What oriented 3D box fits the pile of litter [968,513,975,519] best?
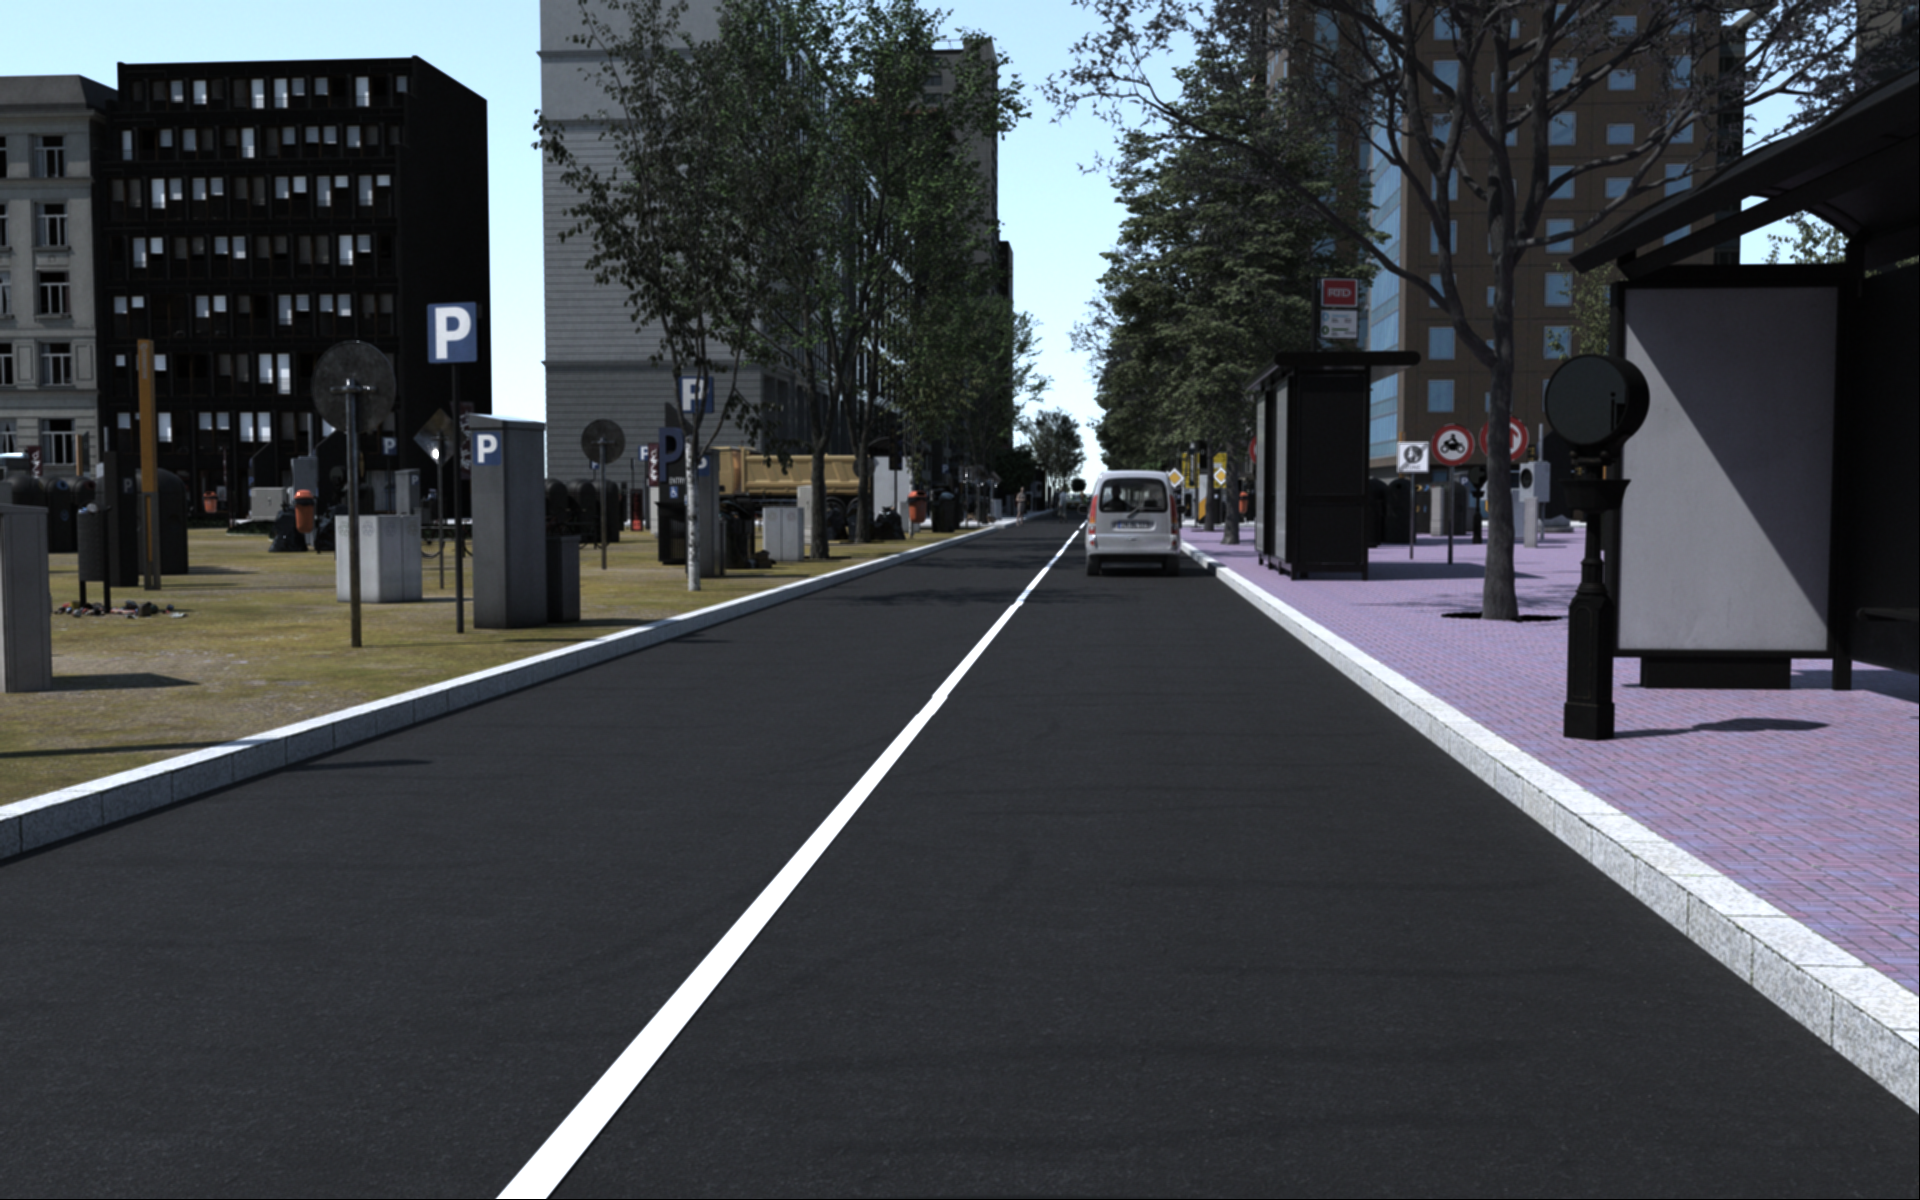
[{"bbox_3d":[0.825,-4.616,89.439,1.719,0.858,1.176,-2,4,-27],"label":"pile of litter"}]

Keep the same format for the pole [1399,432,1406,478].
[{"bbox_3d":[14.548,-3.864,57.025,0.158,3.312,0.155,0,3,0],"label":"pole"}]

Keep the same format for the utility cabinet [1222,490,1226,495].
[{"bbox_3d":[12.872,-4.664,84.929,0.318,1.500,1.173,3,5,39],"label":"utility cabinet"}]

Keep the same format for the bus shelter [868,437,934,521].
[{"bbox_3d":[-2.242,-4.282,63.933,2.014,3.302,5.546,0,4,5],"label":"bus shelter"}]

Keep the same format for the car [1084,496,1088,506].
[{"bbox_3d":[12.333,-10.429,179.313,1.959,1.807,4.718,0,4,7],"label":"car"}]

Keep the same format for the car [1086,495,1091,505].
[{"bbox_3d":[14.250,-11.305,197.423,1.945,1.354,3.894,0,4,3],"label":"car"}]

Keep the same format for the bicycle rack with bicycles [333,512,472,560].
[{"bbox_3d":[-11.172,-1.284,34.377,2.925,0.926,2.852,1,4,14],"label":"bicycle rack with bicycles"}]

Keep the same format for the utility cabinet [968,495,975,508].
[{"bbox_3d":[1.034,-7.631,135.931,1.020,1.237,0.306,-3,5,-42],"label":"utility cabinet"}]

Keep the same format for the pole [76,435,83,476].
[{"bbox_3d":[-30.255,-4.019,59.560,0.158,3.312,0.155,0,3,0],"label":"pole"}]

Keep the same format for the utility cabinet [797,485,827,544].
[{"bbox_3d":[-3.759,-2.146,43.763,0.318,1.500,1.173,-2,4,-29],"label":"utility cabinet"}]

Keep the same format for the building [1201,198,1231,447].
[{"bbox_3d":[48.141,-39.269,265.746,21.300,48.544,21.600,0,4,5],"label":"building"}]

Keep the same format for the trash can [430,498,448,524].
[{"bbox_3d":[-20.025,-3.357,66.544,0.748,1.137,0.748,0,3,0],"label":"trash can"}]

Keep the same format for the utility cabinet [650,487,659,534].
[{"bbox_3d":[-9.207,-2.783,54.174,1.173,1.500,0.318,3,5,43],"label":"utility cabinet"}]

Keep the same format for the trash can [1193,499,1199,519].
[{"bbox_3d":[14.017,-5.459,100.908,0.748,1.137,0.748,0,3,0],"label":"trash can"}]

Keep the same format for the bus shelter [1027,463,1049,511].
[{"bbox_3d":[5.828,-8.619,132.198,1.731,3.624,6.357,0,4,5],"label":"bus shelter"}]

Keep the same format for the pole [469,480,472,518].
[{"bbox_3d":[-26.689,-6.158,94.527,0.158,3.312,0.155,0,3,0],"label":"pole"}]

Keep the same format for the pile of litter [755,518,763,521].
[{"bbox_3d":[-9.290,-4.323,84.650,1.719,0.858,1.176,-1,4,-18],"label":"pile of litter"}]

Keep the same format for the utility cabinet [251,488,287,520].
[{"bbox_3d":[-23.924,-3.137,59.970,1.173,1.500,0.318,1,4,9],"label":"utility cabinet"}]

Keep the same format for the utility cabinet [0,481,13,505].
[{"bbox_3d":[-15.974,-1.191,28.158,1.173,1.500,0.318,1,4,15],"label":"utility cabinet"}]

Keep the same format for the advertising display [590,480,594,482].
[{"bbox_3d":[-15.986,-4.392,77.017,0.974,1.923,0.123,-3,5,-39],"label":"advertising display"}]

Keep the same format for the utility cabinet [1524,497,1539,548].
[{"bbox_3d":[13.759,-1.869,41.727,0.306,1.237,1.020,1,4,20],"label":"utility cabinet"}]

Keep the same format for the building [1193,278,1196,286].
[{"bbox_3d":[46.939,-37.594,298.262,14.154,41.232,14.086,0,4,5],"label":"building"}]

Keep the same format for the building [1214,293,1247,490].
[{"bbox_3d":[43.365,-29.137,248.093,14.160,30.474,14.107,0,4,5],"label":"building"}]

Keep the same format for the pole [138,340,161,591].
[{"bbox_3d":[-10.773,-1.784,23.011,0.158,3.312,0.155,0,3,0],"label":"pole"}]

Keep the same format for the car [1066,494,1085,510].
[{"bbox_3d":[9.121,-7.931,139.891,2.015,1.641,3.980,0,4,3],"label":"car"}]

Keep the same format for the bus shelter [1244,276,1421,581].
[{"bbox_3d":[6.077,-3.185,29.706,2.179,5.291,8.768,0,4,5],"label":"bus shelter"}]

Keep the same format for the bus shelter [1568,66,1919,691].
[{"bbox_3d":[4.849,-0.913,8.850,2.014,3.302,5.546,0,4,5],"label":"bus shelter"}]

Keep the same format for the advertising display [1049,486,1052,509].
[{"bbox_3d":[7.555,-8.542,144.879,0.123,1.923,0.974,1,4,11],"label":"advertising display"}]

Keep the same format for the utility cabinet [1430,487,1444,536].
[{"bbox_3d":[14.574,-2.706,52.921,0.318,1.500,1.173,1,4,20],"label":"utility cabinet"}]

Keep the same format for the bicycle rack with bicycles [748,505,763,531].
[{"bbox_3d":[-7.711,-2.763,58.561,2.852,0.926,2.925,-1,4,-10],"label":"bicycle rack with bicycles"}]

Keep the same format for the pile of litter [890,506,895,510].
[{"bbox_3d":[-2.545,-2.825,60.160,1.176,0.858,1.719,-2,4,-28],"label":"pile of litter"}]

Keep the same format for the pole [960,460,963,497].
[{"bbox_3d":[0.070,-6.693,103.269,0.158,3.312,0.155,0,3,0],"label":"pole"}]

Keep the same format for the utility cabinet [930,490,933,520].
[{"bbox_3d":[-1.292,-4.613,84.094,0.318,1.500,1.173,0,4,-2],"label":"utility cabinet"}]

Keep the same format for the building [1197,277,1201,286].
[{"bbox_3d":[45.913,-38.768,283.967,14.600,45.320,14.200,0,4,5],"label":"building"}]

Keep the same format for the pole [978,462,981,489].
[{"bbox_3d":[1.224,-7.059,109.265,0.158,3.312,0.155,0,3,0],"label":"pole"}]

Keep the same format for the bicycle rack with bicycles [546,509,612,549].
[{"bbox_3d":[-9.497,-1.650,40.359,2.925,0.926,2.852,-3,4,-36],"label":"bicycle rack with bicycles"}]

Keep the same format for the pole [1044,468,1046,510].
[{"bbox_3d":[6.750,-8.812,137.921,0.158,3.312,0.155,0,3,0],"label":"pole"}]

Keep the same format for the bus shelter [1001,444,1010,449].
[{"bbox_3d":[4.611,-10.073,142.320,2.179,5.291,8.768,0,4,5],"label":"bus shelter"}]

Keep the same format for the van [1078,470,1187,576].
[{"bbox_3d":[3.157,-1.511,31.717,2.013,2.044,4.112,0,4,5],"label":"van"}]

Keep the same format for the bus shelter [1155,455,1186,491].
[{"bbox_3d":[12.910,-7.016,105.990,1.731,3.624,6.357,0,4,5],"label":"bus shelter"}]

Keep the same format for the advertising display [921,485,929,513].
[{"bbox_3d":[-2.378,-6.959,118.997,0.123,1.923,0.974,2,4,27],"label":"advertising display"}]

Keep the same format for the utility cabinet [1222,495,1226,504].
[{"bbox_3d":[12.419,-4.276,81.070,1.020,1.237,0.306,1,4,13],"label":"utility cabinet"}]

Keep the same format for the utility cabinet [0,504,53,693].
[{"bbox_3d":[-6.379,-0.025,11.567,0.306,1.237,1.020,-3,5,-44],"label":"utility cabinet"}]

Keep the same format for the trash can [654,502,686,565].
[{"bbox_3d":[-5.173,-1.210,31.436,0.748,1.137,0.748,0,3,0],"label":"trash can"}]

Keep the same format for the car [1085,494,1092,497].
[{"bbox_3d":[16.402,-12.895,221.061,2.015,1.641,3.980,0,4,4],"label":"car"}]

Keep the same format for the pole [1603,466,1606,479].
[{"bbox_3d":[20.351,-3.728,54.799,0.158,3.312,0.155,0,3,0],"label":"pole"}]

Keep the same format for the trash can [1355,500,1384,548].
[{"bbox_3d":[9.725,-1.813,41.298,0.748,1.137,0.748,0,3,0],"label":"trash can"}]

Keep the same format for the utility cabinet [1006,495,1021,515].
[{"bbox_3d":[3.406,-5.929,108.097,1.020,1.237,0.306,1,4,14],"label":"utility cabinet"}]

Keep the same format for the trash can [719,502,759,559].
[{"bbox_3d":[-4.017,-1.205,31.356,0.748,1.137,0.748,0,3,0],"label":"trash can"}]

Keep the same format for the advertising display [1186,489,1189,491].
[{"bbox_3d":[19.149,-8.569,145.317,0.123,1.923,0.974,-3,5,-39],"label":"advertising display"}]
